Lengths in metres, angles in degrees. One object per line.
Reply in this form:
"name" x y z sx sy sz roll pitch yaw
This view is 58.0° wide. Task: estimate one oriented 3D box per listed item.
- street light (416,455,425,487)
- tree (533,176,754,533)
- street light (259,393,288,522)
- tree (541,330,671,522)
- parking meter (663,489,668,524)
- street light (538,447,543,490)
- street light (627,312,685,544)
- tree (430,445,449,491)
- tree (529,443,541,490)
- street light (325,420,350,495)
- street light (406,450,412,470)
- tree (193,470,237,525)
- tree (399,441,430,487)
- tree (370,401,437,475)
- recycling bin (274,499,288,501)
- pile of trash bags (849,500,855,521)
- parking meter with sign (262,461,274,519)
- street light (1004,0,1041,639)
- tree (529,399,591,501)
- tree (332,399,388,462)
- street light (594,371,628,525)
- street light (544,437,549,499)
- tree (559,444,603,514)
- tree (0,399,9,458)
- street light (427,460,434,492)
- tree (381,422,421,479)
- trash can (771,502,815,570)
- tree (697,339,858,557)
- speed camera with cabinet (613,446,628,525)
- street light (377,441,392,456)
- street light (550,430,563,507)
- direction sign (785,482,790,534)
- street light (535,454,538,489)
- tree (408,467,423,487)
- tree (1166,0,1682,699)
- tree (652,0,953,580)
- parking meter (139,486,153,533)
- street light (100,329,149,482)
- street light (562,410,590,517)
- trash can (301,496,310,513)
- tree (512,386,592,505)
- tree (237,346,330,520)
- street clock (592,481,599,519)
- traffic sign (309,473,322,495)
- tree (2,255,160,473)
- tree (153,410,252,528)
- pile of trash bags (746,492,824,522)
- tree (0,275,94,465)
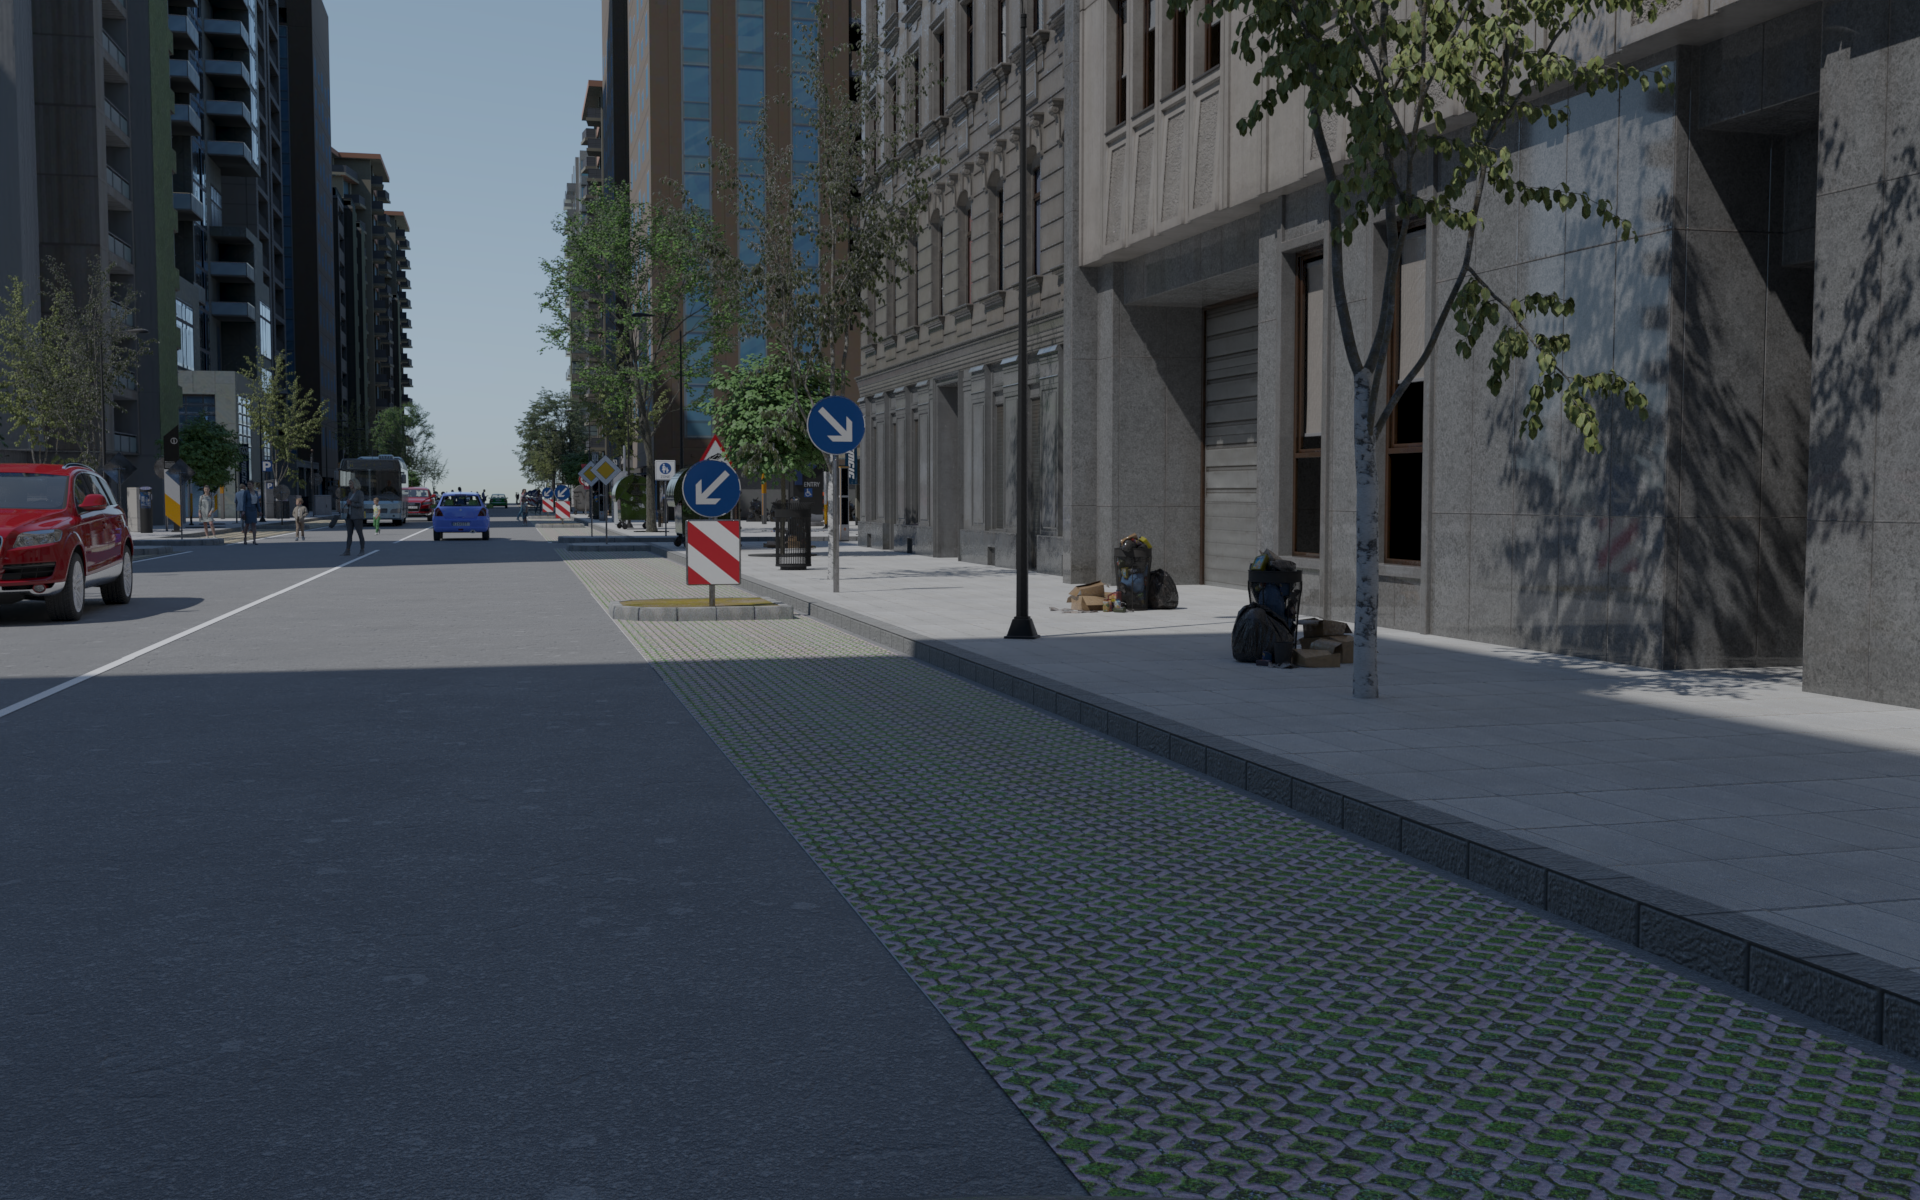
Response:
"street light" -63.993 -14.158 204.019 1.470 5.913 1.316 -1 4 -15
"tree" -10.526 -8.079 57.851 9.928 11.665 9.643 0 3 0
"street light" -31.400 -6.525 79.228 1.470 5.913 1.316 -1 4 -15
"tree" -15.515 -7.825 78.296 4.737 8.622 4.395 0 3 0
"parking meter" -12.920 -4.106 75.551 0.372 1.533 0.369 0 3 0
"street light" -40.272 -12.041 169.409 1.470 5.913 1.316 -1 4 -15
"street light" -7.708 -4.404 44.542 1.470 5.913 1.316 -1 4 -15
"tree" -74.909 -17.840 242.043 4.360 8.622 3.978 0 3 0
"tree" -46.333 -14.982 195.320 4.737 8.622 4.395 0 3 0
"street light" -39.105 -8.317 108.518 1.470 5.913 1.316 -1 4 -15
"street light" -58.346 -12.817 182.094 1.470 5.913 1.316 -1 4 -15
"tree" -31.597 -4.783 72.804 1.663 3.219 1.824 0 3 0
"tree" -68.716 -16.245 215.966 4.360 8.622 3.978 0 3 0
"tree" -61.641 -16.269 191.747 9.928 11.665 9.643 0 3 0
"recycling bin" -38.512 -5.229 98.049 0.722 1.027 0.722 -3 5 -41
"pile of trash bags" -5.803 -4.468 82.803 1.912 1.369 3.447 -3 5 -40
"parking meter with sign" -36.253 -5.784 90.828 0.543 3.016 1.738 -2 4 -27
"street light" 0.029 -2.605 15.133 1.470 5.913 1.316 -1 4 -15
"tree" -30.266 -11.182 133.183 4.360 8.622 3.978 0 3 0
"tree" -47.078 -11.317 135.398 4.360 8.622 3.978 0 3 0
"street light" -12.990 -5.654 64.991 1.470 5.913 1.316 -1 4 -15
"street light" -32.690 -10.248 140.087 1.470 5.913 1.316 -1 4 -15
"tree" -24.615 -7.930 113.364 4.285 4.588 4.351 0 3 0
"tree" -21.572 -3.180 35.709 4.285 4.588 4.351 0 3 0
"street light" -71.855 -15.998 234.101 1.470 5.913 1.316 -1 4 -15
"tree" -57.708 -13.907 177.745 4.737 8.622 4.395 0 3 0
"trash can" -2.821 -1.079 29.300 0.748 1.137 0.748 0 3 0
"tree" -3.751 -3.183 35.762 4.285 4.588 4.351 0 3 0
"speed camera with cabinet" -14.011 -4.719 71.493 0.660 3.252 2.038 -1 4 -10
"street light" -50.557 -10.987 152.182 1.470 5.913 1.316 -1 4 -15
"street light" -28.697 -9.325 125.004 1.470 5.913 1.316 -1 4 -15
"direction sign" -5.488 -3.888 55.573 0.379 3.537 0.876 -2 4 -27
"street light" -47.904 -13.833 198.717 1.470 5.913 1.316 -1 4 -15
"tree" -65.835 -13.653 206.941 4.285 4.588 4.351 0 3 0
"tree" 2.582 -3.674 10.439 4.737 8.622 4.395 0 3 0
"tree" -2.099 -4.614 25.803 4.360 8.622 3.978 0 3 0
"parking meter" -26.711 -2.962 56.839 0.372 1.533 0.369 0 3 0
"street light" -23.492 -4.659 48.713 1.470 5.913 1.316 -1 4 -15
"street light" -20.942 -7.512 95.365 1.470 5.913 1.316 -1 4 -15
"trash can" -41.204 -5.938 108.737 0.748 1.137 0.748 0 3 0
"tree" -48.317 -18.308 205.985 9.857 13.997 8.962 0 3 0
"tree" -34.096 -8.345 86.809 4.737 8.622 4.395 0 3 0
"street clock" -18.709 -5.150 88.777 0.358 2.002 0.471 2 4 28
"traffic sign" -39.520 -6.493 106.261 0.768 2.556 0.104 -1 4 -11
"tree" -26.524 -6.242 52.427 4.360 8.622 3.978 0 3 0
"tree" -28.761 -5.037 66.063 4.285 4.588 4.351 0 3 0
"pile of trash bags" -8.240 -4.302 80.083 3.447 1.369 1.912 1 4 22
"tree" -30.974 -6.593 58.164 4.737 8.622 4.395 0 3 0
